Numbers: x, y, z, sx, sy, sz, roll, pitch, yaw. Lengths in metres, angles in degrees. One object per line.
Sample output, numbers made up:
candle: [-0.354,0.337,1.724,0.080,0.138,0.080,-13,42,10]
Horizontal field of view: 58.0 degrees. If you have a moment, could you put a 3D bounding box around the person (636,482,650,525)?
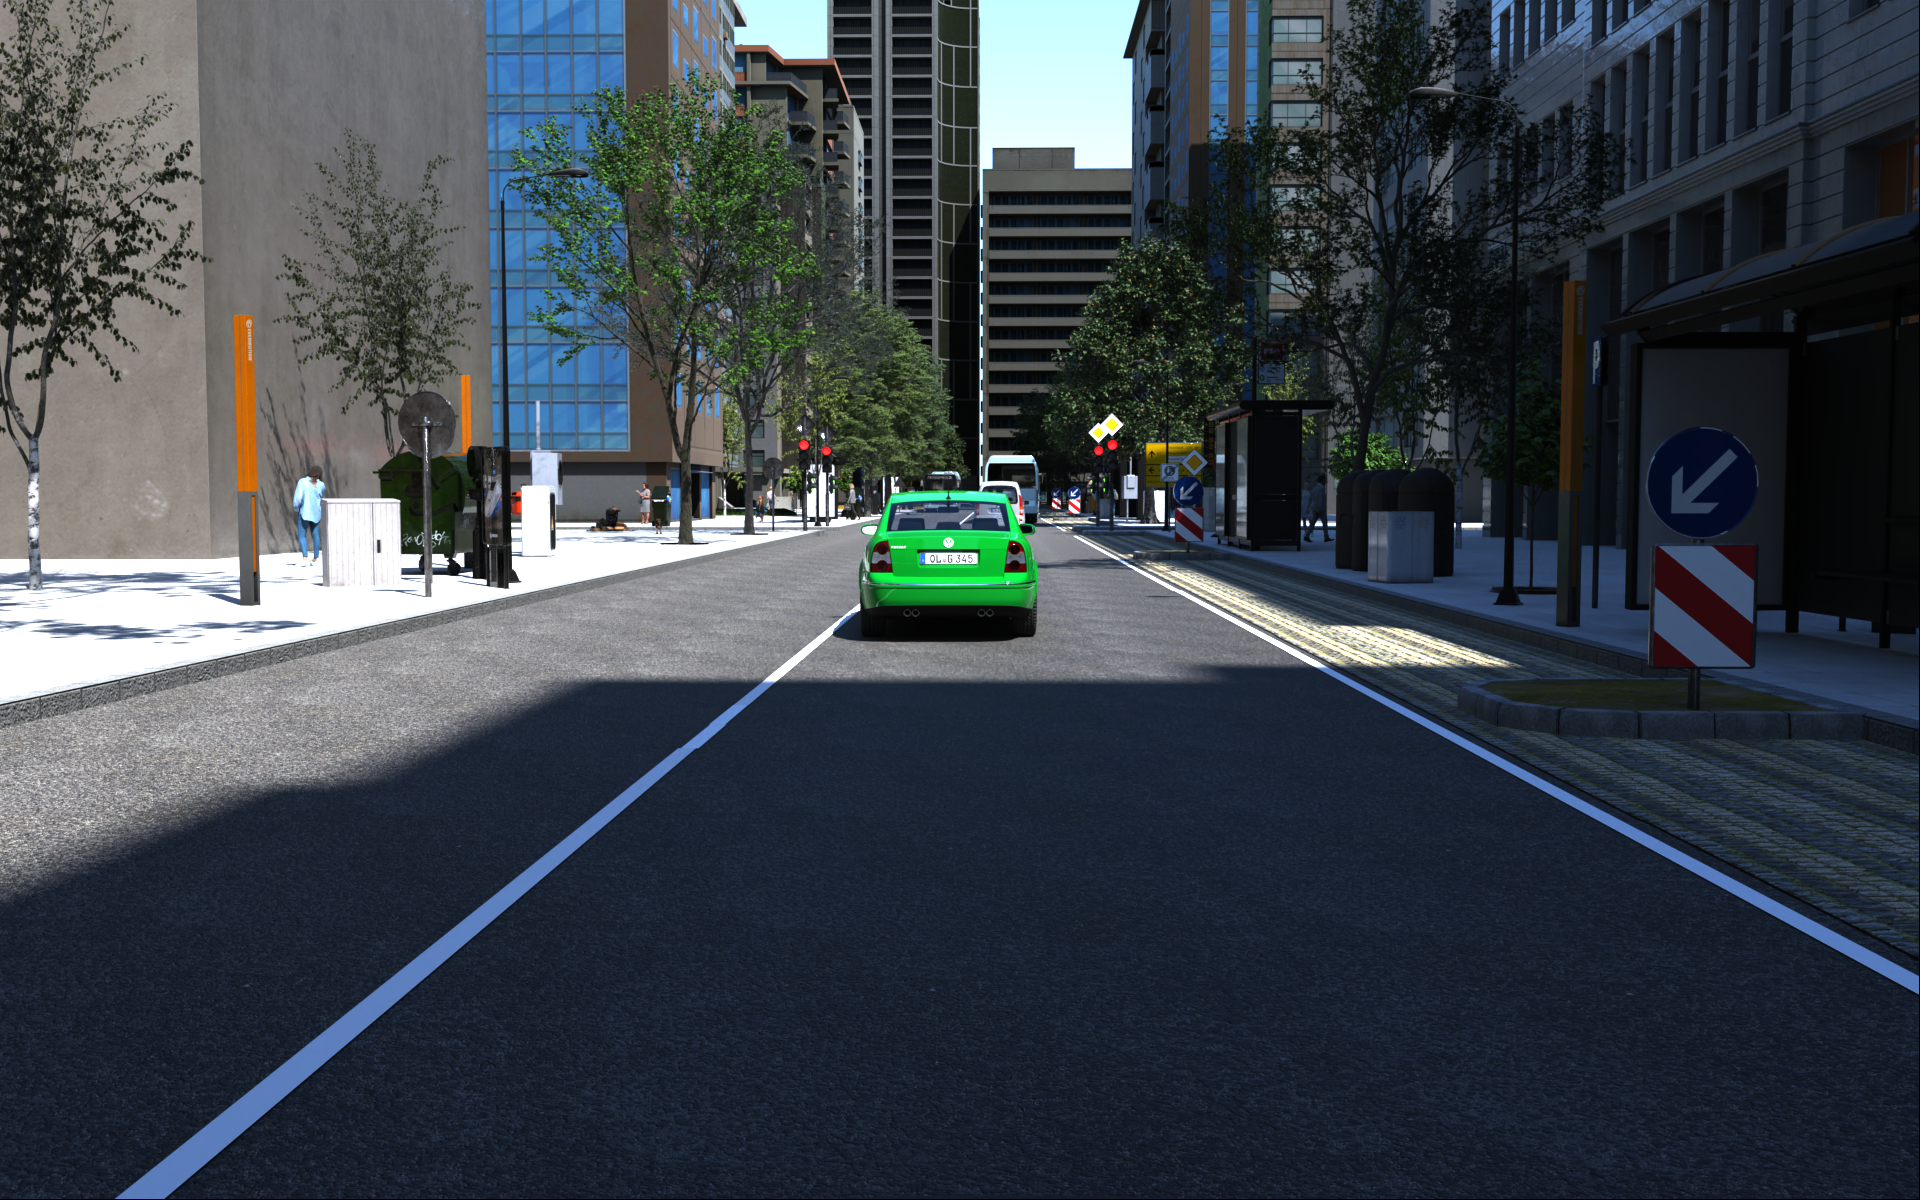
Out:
person: [-13.370,-4.068,72.920,0.532,1.782,0.716,-3,5,-44]

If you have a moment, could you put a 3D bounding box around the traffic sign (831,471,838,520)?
traffic sign: [-6.298,-5.149,84.295,0.768,2.556,0.104,0,4,5]

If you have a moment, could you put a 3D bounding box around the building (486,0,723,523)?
building: [-19.418,-26.433,82.295,14.600,45.320,14.200,0,4,1]

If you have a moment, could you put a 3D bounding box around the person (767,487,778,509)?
person: [-11.255,-5.947,103.955,0.731,1.740,0.598,0,4,-1]

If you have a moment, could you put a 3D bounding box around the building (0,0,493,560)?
building: [-31.446,-14.586,42.993,34.151,26.468,19.350,0,4,1]

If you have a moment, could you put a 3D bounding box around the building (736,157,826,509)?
building: [-19.248,-23.192,150.886,14.160,30.474,14.107,0,4,1]

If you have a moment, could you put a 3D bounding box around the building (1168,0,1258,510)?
building: [23.850,-29.614,134.307,14.600,45.320,14.200,0,4,1]

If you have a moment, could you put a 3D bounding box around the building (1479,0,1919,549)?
building: [20.850,-15.848,36.610,11.434,29.767,29.804,0,4,1]

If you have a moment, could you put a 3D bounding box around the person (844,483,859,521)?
person: [-5.253,-4.749,83.867,0.728,1.800,0.709,1,4,19]

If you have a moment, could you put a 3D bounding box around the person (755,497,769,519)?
person: [-10.299,-4.814,90.244,0.738,1.151,1.012,2,4,31]

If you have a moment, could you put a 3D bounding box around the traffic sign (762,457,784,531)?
traffic sign: [-6.495,-3.676,60.200,0.768,2.556,0.104,0,4,6]

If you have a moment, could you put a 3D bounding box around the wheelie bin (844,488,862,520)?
wheelie bin: [-5.278,-4.756,85.675,0.980,1.594,0.693,1,4,13]

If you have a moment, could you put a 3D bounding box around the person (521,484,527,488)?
person: [-18.303,-4.049,73.088,0.643,1.720,0.563,-2,4,-35]

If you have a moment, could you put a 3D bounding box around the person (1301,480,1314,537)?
person: [10.502,-2.777,52.454,0.512,1.701,0.522,1,4,21]

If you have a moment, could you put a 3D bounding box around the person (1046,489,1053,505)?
person: [10.410,-11.747,198.072,1.348,1.831,0.705,3,4,38]

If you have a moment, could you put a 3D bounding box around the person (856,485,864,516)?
person: [-5.865,-5.763,100.547,0.850,1.792,0.678,2,4,31]

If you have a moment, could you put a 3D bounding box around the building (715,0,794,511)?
building: [-27.973,-25.871,114.869,32.217,40.220,23.993,0,4,1]

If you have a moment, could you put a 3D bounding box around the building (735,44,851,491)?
building: [-22.544,-31.660,172.264,22.147,44.769,28.867,0,4,1]

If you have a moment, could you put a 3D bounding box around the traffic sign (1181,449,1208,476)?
traffic sign: [6.836,-3.099,50.394,0.795,2.593,0.064,1,4,8]

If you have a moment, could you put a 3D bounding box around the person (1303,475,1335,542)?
person: [9.557,-2.434,46.119,0.850,1.792,0.678,-1,4,-17]

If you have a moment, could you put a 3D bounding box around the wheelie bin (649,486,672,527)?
wheelie bin: [-11.826,-3.708,68.527,0.980,1.594,0.693,1,4,12]

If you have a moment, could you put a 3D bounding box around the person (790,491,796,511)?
person: [-12.987,-7.762,132.860,0.836,1.842,0.656,1,4,12]

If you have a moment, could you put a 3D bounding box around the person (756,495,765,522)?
person: [-9.246,-4.255,80.289,0.373,1.253,0.362,1,4,12]

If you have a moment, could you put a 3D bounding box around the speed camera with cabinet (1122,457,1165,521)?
speed camera with cabinet: [8.811,-5.431,83.137,2.038,3.252,0.660,0,4,-7]

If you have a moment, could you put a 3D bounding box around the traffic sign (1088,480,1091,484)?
traffic sign: [9.235,-7.385,120.753,0.884,2.594,0.081,1,4,11]

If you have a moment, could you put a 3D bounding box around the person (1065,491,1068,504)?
person: [13.392,-12.768,215.581,0.721,1.735,1.217,1,4,10]

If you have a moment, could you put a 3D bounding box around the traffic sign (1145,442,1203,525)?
traffic sign: [8.421,-4.550,68.271,2.265,3.308,0.079,1,4,8]

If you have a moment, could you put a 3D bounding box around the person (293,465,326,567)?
person: [-11.534,-1.493,30.721,0.793,1.790,0.793,0,4,6]

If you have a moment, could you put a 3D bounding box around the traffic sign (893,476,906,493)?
traffic sign: [-4.380,-7.661,125.261,0.884,2.594,0.081,0,4,5]

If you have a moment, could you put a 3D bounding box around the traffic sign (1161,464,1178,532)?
traffic sign: [7.037,-3.427,58.166,0.606,2.300,0.079,0,4,4]

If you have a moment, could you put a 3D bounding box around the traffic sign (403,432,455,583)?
traffic sign: [-7.610,-1.509,24.784,0.768,2.556,0.104,0,4,3]

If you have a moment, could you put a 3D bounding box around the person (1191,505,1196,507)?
person: [15.510,-6.537,114.730,0.589,1.601,0.330,0,4,3]

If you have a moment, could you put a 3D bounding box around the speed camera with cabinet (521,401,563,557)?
speed camera with cabinet: [-8.710,-2.557,36.135,0.660,3.252,2.038,0,4,-5]

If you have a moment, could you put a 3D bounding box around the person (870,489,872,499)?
person: [-8.305,-9.634,164.380,1.217,1.723,0.721,3,4,38]

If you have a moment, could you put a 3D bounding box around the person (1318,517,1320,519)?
person: [18.837,-5.158,90.710,0.599,1.781,0.374,-1,4,-23]

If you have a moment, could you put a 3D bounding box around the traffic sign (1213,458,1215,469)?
traffic sign: [7.748,-3.077,50.416,0.768,2.556,0.104,0,4,7]

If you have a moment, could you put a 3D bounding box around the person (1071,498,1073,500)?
person: [14.229,-13.096,220.128,0.705,1.831,1.348,-1,4,-12]

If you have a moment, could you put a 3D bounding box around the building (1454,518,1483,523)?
building: [27.429,-24.212,79.461,14.086,41.232,14.154,0,4,1]

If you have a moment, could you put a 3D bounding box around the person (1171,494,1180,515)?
person: [13.312,-6.139,107.006,0.593,1.750,0.643,-2,4,-25]

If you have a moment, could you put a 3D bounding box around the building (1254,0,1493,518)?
building: [26.081,-26.219,112.280,14.154,41.232,14.086,0,4,1]

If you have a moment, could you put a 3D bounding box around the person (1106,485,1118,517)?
person: [8.123,-5.335,93.255,0.794,1.824,0.713,0,4,3]

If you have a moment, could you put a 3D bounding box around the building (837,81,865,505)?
building: [-22.389,-35.299,200.848,21.600,48.544,21.300,0,4,1]

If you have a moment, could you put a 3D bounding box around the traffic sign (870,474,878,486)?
traffic sign: [-5.534,-6.679,109.303,0.768,2.556,0.104,0,4,5]

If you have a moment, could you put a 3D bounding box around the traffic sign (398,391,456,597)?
traffic sign: [-6.606,-1.305,21.448,0.768,2.556,0.104,1,4,11]

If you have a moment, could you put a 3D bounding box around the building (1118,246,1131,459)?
building: [25.451,-26.341,202.379,14.160,30.474,14.107,0,4,1]
